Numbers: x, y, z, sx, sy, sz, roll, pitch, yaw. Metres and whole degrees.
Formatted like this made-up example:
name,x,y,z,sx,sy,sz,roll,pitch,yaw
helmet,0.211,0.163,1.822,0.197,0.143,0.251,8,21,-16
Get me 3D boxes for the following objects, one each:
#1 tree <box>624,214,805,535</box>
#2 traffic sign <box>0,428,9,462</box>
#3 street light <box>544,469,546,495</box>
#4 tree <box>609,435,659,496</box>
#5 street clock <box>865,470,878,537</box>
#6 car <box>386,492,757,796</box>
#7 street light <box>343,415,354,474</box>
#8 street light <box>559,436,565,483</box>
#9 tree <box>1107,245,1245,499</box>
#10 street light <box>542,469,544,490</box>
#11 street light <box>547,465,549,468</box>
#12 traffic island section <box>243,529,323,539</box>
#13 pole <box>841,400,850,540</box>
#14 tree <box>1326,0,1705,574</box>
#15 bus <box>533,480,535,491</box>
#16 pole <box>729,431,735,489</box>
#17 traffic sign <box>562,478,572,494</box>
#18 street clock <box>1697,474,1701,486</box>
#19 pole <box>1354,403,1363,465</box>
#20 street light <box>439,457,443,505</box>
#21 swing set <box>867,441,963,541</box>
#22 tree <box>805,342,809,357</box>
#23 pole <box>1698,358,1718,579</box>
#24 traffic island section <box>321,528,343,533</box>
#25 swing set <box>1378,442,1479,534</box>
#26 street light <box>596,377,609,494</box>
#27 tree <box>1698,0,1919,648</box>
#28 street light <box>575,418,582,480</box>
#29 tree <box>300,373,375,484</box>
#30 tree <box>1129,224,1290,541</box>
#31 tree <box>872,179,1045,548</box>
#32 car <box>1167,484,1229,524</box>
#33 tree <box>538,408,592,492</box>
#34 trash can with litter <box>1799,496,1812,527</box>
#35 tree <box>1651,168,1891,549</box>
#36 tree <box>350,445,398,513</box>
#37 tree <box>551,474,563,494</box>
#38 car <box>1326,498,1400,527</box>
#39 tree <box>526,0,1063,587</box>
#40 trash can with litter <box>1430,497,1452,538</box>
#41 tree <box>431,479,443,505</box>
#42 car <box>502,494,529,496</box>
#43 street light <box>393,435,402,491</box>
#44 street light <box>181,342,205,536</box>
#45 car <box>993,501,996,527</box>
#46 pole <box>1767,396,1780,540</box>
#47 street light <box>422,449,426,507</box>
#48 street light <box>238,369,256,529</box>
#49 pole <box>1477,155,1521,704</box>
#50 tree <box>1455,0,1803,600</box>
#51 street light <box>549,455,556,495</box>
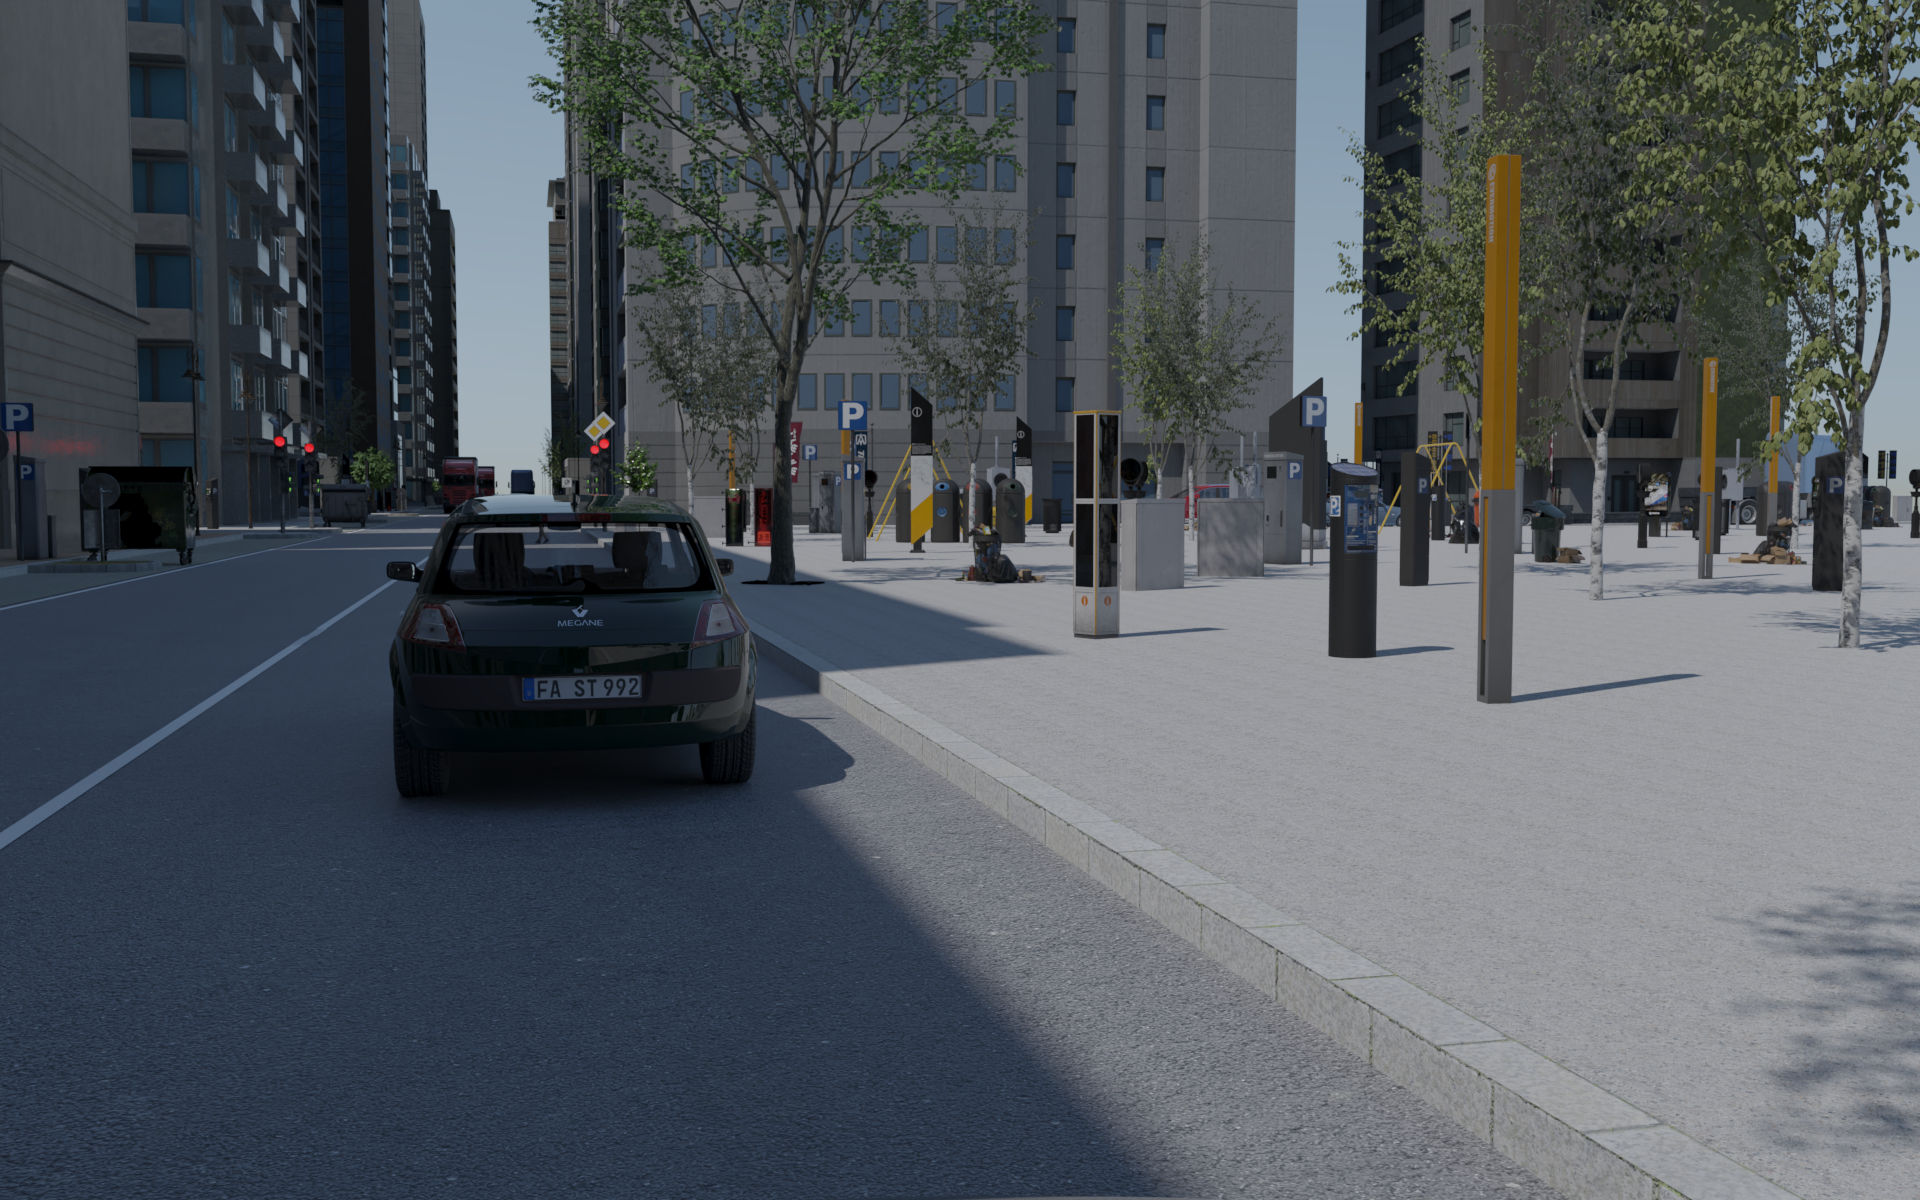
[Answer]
name,x,y,z,sx,sy,sz,roll,pitch,yaw
tree,-7.006,-5.834,45.755,4.360,8.622,3.978,0,3,0
traffic sign,-17.493,-1.899,31.148,0.768,2.556,0.104,-1,4,-8
street light,-53.179,-15.372,224.111,0.468,5.910,1.993,-1,4,-14
tree,-10.762,-3.836,57.327,1.663,3.219,1.824,0,3,0
street clock,-2.687,-2.870,51.498,0.471,2.002,0.358,0,4,3
car,-2.210,0.002,9.752,2.009,1.686,4.222,-1,4,-14
street light,-34.887,-7.715,98.920,0.468,5.910,1.993,-1,4,-14
street light,-33.012,-10.449,143.626,0.468,5.910,1.993,-1,4,-14
tree,6.233,-6.236,52.321,4.737,8.622,4.395,0,3,0
street light,-62.043,-17.505,258.988,0.468,5.910,1.993,-1,4,-14
street light,-50.485,-14.719,213.444,0.468,5.910,1.993,-1,4,-14
traffic island section,-22.106,-2.093,56.499,2.009,0.180,2.903,-1,4,-14
pole,-2.472,-2.671,37.520,0.158,3.312,0.155,0,3,0
tree,8.131,-4.708,27.335,4.737,8.622,4.395,0,3,0
bus,-67.919,-17.070,270.648,2.896,3.916,12.252,-1,4,-15
pole,-7.344,-3.794,55.881,0.158,3.312,0.155,0,3,0
traffic sign,-25.147,-6.651,110.869,0.606,2.300,0.079,-1,4,-11
street clock,24.731,-3.236,57.484,0.471,2.002,0.358,0,4,8
pole,8.888,-2.744,38.704,0.158,3.312,0.155,0,3,0
street light,-62.580,-14.455,209.125,0.468,5.910,1.993,-1,4,-14
swing set,-1.072,-3.110,48.474,2.862,2.851,3.119,0,4,-7
tree,-6.670,-6.309,53.512,4.360,8.622,3.978,0,3,0
pole,11.250,-1.970,26.046,0.158,3.312,0.155,0,3,0
traffic island section,-24.054,-2.567,64.244,2.009,0.180,2.903,-1,4,-14
swing set,14.884,-3.439,53.852,2.862,2.851,3.119,0,4,-4
street light,-14.108,-5.842,68.307,0.468,5.910,1.993,-1,4,-14
tree,7.204,-3.910,14.290,4.737,8.622,4.395,0,3,0
street light,-22.745,-7.979,103.240,0.468,5.910,1.993,-1,4,-14
tree,-37.401,-9.412,104.240,4.360,8.622,3.978,0,3,0
tree,6.480,-5.917,47.111,4.360,8.622,3.978,0,3,0
tree,0.197,-5.540,40.939,4.360,8.622,3.978,0,3,0
car,9.540,-3.613,67.753,5.304,1.827,2.281,-1,4,-15
tree,-33.391,-12.068,147.679,4.737,8.622,4.395,0,3,0
trash can with litter,33.755,-3.558,69.236,2.233,1.210,1.678,-1,4,-20
tree,19.331,-5.502,40.319,4.360,8.622,3.978,0,3,0
tree,-39.338,-8.089,115.967,4.285,4.588,4.351,0,3,0
tree,-35.373,-9.757,154.126,1.663,3.219,1.824,0,3,0
car,16.487,-3.614,71.094,4.499,1.417,2.014,-1,4,-12
tree,-2.361,-6.026,24.274,9.928,11.665,9.643,0,3,0
trash can with litter,14.513,-2.421,50.636,2.233,1.210,1.678,0,4,-1
tree,-65.783,-13.613,217.172,1.663,3.219,1.824,0,3,0
car,-19.778,-4.000,77.202,2.131,1.459,4.920,-1,4,-15
street light,-44.823,-10.135,138.500,0.468,5.910,1.993,-1,4,-14
street light,-23.405,-4.906,52.996,0.468,5.910,1.993,-1,4,-14
car,0.453,-3.508,67.575,3.980,1.641,2.015,-1,4,-13
pole,17.028,-2.595,36.268,0.158,3.312,0.155,0,3,0
street light,-53.836,-12.320,174.218,0.468,5.910,1.993,-1,4,-14
street light,-26.204,-5.568,63.823,0.468,5.910,1.993,-1,4,-14
pole,3.289,-1.023,10.567,0.158,3.312,0.155,0,3,0
tree,7.872,-4.311,20.845,4.360,8.622,3.978,0,3,0
street light,-41.857,-12.582,178.508,0.468,5.910,1.993,-1,4,-14
